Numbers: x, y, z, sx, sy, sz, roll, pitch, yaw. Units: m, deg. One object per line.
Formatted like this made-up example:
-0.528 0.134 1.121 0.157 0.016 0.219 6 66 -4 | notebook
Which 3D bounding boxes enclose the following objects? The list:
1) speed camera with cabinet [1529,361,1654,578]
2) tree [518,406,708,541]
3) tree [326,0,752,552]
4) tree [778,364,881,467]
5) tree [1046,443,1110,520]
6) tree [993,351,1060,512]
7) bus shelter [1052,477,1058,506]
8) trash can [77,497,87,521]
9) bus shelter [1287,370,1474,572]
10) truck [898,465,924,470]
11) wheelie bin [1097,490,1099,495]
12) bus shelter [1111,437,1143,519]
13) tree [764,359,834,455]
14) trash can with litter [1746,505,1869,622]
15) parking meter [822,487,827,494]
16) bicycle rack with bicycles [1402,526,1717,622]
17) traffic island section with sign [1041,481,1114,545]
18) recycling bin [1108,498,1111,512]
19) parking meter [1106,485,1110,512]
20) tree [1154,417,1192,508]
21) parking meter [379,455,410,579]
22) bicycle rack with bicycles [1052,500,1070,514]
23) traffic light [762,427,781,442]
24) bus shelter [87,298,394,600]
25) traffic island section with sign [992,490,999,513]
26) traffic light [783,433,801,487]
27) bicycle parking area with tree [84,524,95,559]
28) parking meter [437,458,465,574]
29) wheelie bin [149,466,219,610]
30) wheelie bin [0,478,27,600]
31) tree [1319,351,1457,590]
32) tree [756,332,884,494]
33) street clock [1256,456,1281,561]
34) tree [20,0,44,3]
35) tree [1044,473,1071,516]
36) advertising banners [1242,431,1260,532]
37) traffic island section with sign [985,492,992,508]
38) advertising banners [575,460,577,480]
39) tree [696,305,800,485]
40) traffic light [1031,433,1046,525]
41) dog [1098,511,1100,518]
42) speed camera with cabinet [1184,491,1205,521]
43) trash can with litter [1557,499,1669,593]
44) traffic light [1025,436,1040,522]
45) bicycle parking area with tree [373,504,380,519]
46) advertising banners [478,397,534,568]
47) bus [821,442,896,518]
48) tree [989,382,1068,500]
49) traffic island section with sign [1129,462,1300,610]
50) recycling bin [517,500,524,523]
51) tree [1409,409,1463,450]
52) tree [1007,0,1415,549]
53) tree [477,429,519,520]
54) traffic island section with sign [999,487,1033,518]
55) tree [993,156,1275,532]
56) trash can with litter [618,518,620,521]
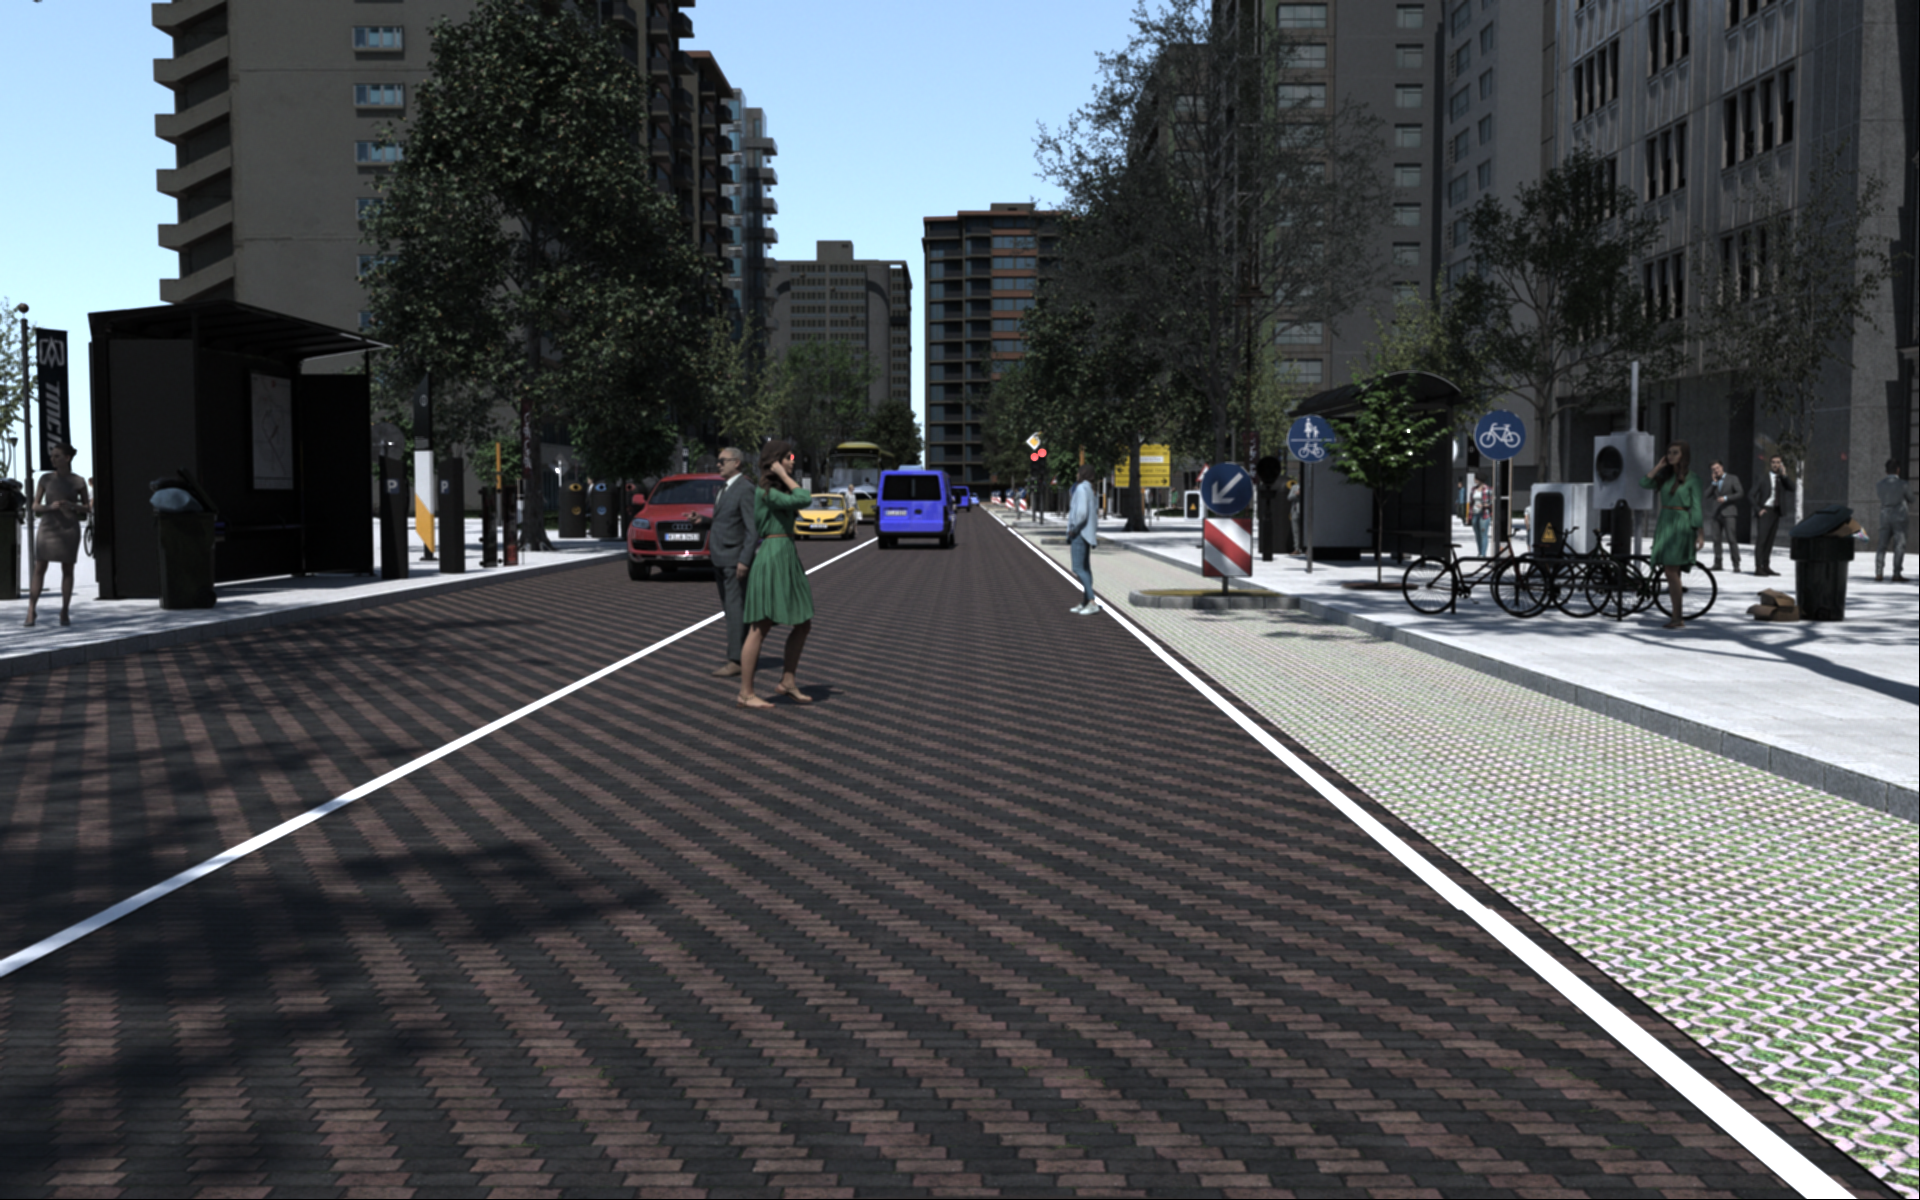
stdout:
9.634 -1.966 26.487 0.660 3.252 2.038 -1 4 -23 | speed camera with cabinet
-9.176 -3.901 47.492 4.285 4.588 4.351 0 3 0 | tree
-9.493 -7.441 38.667 9.611 12.733 9.660 0 3 0 | tree
-9.412 -11.582 123.775 8.767 10.594 7.601 1 4 20 | tree
5.612 -6.173 84.639 4.285 4.588 4.351 0 3 0 | tree
6.066 -12.012 122.148 9.928 11.665 9.643 0 3 0 | tree
8.860 -10.438 148.295 2.179 5.291 8.768 0 4 0 | bus shelter
-41.444 -4.277 81.583 0.748 1.137 0.748 0 3 0 | trash can
7.351 -2.266 30.966 2.014 3.302 5.546 0 4 0 | bus shelter
-4.608 -10.871 167.497 2.967 4.110 18.799 0 4 0 | truck
9.552 -7.048 123.150 0.980 1.594 0.693 0 4 -2 | wheelie bin
9.238 -7.149 94.520 2.179 5.291 8.768 0 4 0 | bus shelter
-9.108 -8.882 95.577 4.360 8.622 3.978 0 3 0 | tree
8.568 -0.376 17.527 1.055 1.170 0.624 -1 4 -18 | trash can with litter
-10.860 -8.135 138.715 0.399 1.863 0.255 3 4 37 | parking meter
6.560 -0.310 18.447 2.925 0.926 2.852 3 5 40 | bicycle rack with bicycles
3.316 -2.484 49.237 1.989 1.847 2.006 0 4 0 | traffic island section with sign
9.984 -6.047 111.422 0.722 1.027 0.722 -2 4 -27 | recycling bin
9.613 -6.565 113.051 0.255 1.863 0.399 1 4 10 | parking meter
15.805 -10.898 128.552 4.737 8.622 4.395 0 3 0 | tree
-8.520 -1.248 26.120 0.399 1.863 0.255 0 4 -5 | parking meter
6.917 -5.955 110.750 2.852 0.926 2.925 3 4 38 | bicycle rack with bicycles
-7.796 -5.063 71.698 0.839 4.253 0.868 0 4 0 | traffic light
-9.673 -1.998 23.954 1.731 3.624 6.357 0 4 0 | bus shelter
3.658 -7.548 132.039 1.989 1.847 2.006 0 4 0 | traffic island section with sign
-7.764 -5.551 79.683 0.839 4.253 0.868 0 4 0 | traffic light
-19.944 -3.026 36.473 8.231 4.147 9.016 -1 4 -10 | bicycle parking area with tree
-8.210 -1.359 27.936 0.399 1.863 0.255 3 4 36 | parking meter
-8.712 -0.705 19.432 0.693 1.594 0.980 -2 4 -29 | wheelie bin
-11.759 -0.806 21.082 0.693 1.594 0.980 -1 4 -23 | wheelie bin
5.689 -1.775 23.628 1.663 3.219 1.824 0 3 0 | tree
-8.950 -11.270 110.017 9.928 11.665 9.643 0 3 0 | tree
5.873 -1.740 33.015 0.471 2.002 0.358 0 4 7 | street clock
-8.847 -6.086 9.880 12.009 13.543 11.850 0 3 0 | tree
5.883 -6.608 102.644 1.663 3.219 1.824 0 3 0 | tree
8.772 -3.164 47.922 2.074 3.025 0.090 2 4 28 | advertising banners
3.849 -10.575 181.522 1.989 1.847 2.006 0 4 0 | traffic island section with sign
-15.194 -4.434 68.687 0.090 3.025 2.074 -1 4 -12 | advertising banners
-8.699 -7.206 68.173 4.737 8.622 4.395 0 3 0 | tree
3.365 -5.061 71.669 0.839 4.253 0.868 0 4 0 | traffic light
7.301 -4.527 91.752 0.550 0.427 0.748 1 4 13 | dog
11.800 -5.421 82.972 2.038 3.252 0.660 2 4 30 | speed camera with cabinet
8.684 -0.748 23.291 1.678 1.210 2.233 2 4 34 | trash can with litter
3.397 -5.549 79.654 0.839 4.253 0.868 0 4 0 | traffic light
-33.254 -6.166 87.819 9.016 4.147 8.231 1 4 15 | bicycle parking area with tree
-8.040 -2.120 30.850 0.090 3.025 2.074 1 4 13 | advertising banners
-4.786 -5.740 85.392 2.896 3.916 12.252 0 4 1 | bus
6.648 -13.500 138.847 7.486 12.596 7.792 0 3 0 | tree
3.209 -0.835 22.282 1.989 1.847 2.006 0 4 0 | traffic island section with sign
-17.801 -3.531 70.288 0.722 1.027 0.722 -1 4 -10 | recycling bin
26.367 -8.953 96.740 4.360 8.622 3.978 0 3 0 | tree
6.107 -7.975 40.765 12.009 13.543 11.850 0 3 0 | tree
-22.382 -6.183 84.806 4.285 4.588 4.351 0 3 0 | tree
3.548 -5.885 104.851 1.989 1.847 2.006 0 4 0 | traffic island section with sign
5.843 -8.655 58.523 9.611 12.733 9.660 0 3 0 | tree
-16.055 -4.408 83.121 1.678 1.210 2.233 2 4 25 | trash can with litter
